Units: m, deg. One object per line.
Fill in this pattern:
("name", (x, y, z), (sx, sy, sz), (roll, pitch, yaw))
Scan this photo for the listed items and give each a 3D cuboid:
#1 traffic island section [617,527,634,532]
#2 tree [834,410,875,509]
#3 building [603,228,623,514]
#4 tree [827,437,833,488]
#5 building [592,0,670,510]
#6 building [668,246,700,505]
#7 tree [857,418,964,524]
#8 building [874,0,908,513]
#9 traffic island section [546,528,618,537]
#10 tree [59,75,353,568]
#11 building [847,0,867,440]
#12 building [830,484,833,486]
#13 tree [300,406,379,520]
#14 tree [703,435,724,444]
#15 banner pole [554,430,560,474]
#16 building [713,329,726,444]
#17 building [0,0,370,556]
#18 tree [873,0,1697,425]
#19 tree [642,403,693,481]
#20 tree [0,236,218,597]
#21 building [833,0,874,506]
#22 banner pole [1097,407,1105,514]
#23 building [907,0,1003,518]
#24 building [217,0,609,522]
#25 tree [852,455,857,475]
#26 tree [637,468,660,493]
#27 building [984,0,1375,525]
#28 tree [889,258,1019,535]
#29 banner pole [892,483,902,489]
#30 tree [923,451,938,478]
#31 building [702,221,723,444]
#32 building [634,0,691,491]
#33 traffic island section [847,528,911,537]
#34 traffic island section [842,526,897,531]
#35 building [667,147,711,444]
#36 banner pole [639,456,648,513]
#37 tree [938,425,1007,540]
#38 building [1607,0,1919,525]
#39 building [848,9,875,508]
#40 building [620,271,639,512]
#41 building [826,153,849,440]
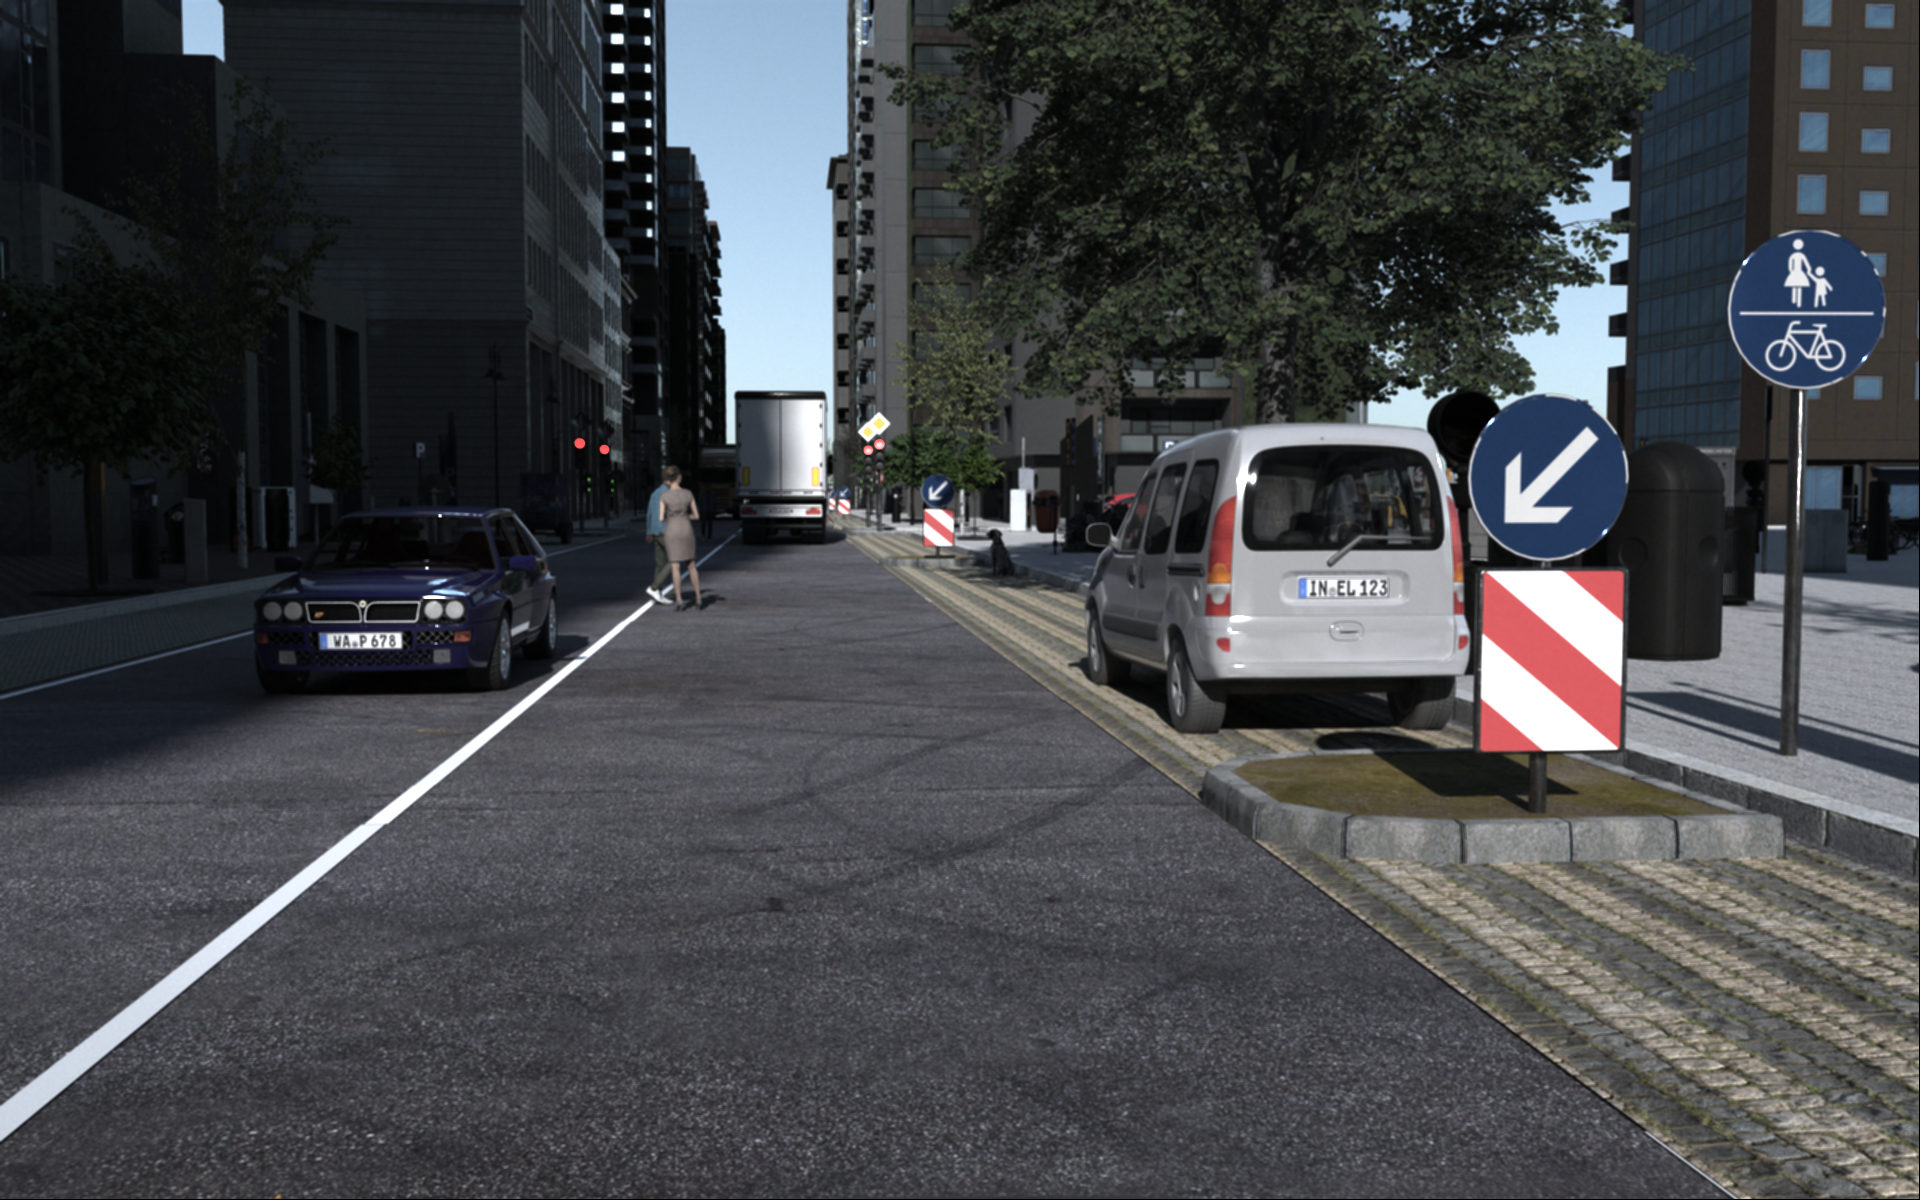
("traffic island section", (-13.595, -2.702, 66.461), (2.009, 0.180, 2.903), (0, 4, -6))
("tree", (-8.944, -12.386, 152.874), (4.360, 8.622, 3.978), (0, 3, 0))
("building", (-26.324, -15.221, 103.613), (10.420, 20.320, 16.860), (0, 4, -6))
("tree", (-16.932, -16.849, 225.838), (4.737, 8.622, 4.395), (0, 3, 0))
("building", (-37.108, -51.430, 153.549), (22.319, 86.520, 31.000), (0, 4, -6))
("building", (-37.364, -26.142, 199.130), (14.160, 30.474, 14.107), (0, 4, -6))
("tree", (-1.461, -5.604, 75.331), (4.285, 4.588, 4.351), (0, 3, 0))
("building", (4.126, -35.874, 128.539), (21.231, 58.520, 28.212), (0, 4, -6))
("traffic island section", (-12.794, -2.216, 58.516), (2.009, 0.180, 2.903), (0, 4, -6))
("tree", (-12.744, -4.866, 29.925), (4.737, 8.622, 4.395), (0, 3, 0))
("building", (-7.066, -48.995, 239.318), (20.563, 71.187, 20.611), (0, 4, -6))
("building", (-7.096, -36.611, 290.475), (32.217, 40.220, 23.993), (0, 4, -6))
("tree", (-13.577, -2.663, 38.144), (1.663, 3.219, 1.824), (0, 3, 0))
("tree", (-30.574, -16.227, 215.672), (4.360, 8.622, 3.978), (0, 3, 0))
("banner pole", (-15.896, -4.788, 68.296), (0.401, 3.779, 0.863), (-3, 4, -36))
("building", (-46.558, -31.743, 290.705), (14.160, 30.474, 14.107), (0, 4, -6))
("building", (-33.922, -44.627, 42.330), (31.000, 86.520, 22.319), (0, 4, -6))
("tree", (3.881, -6.968, 20.577), (9.857, 13.997, 8.962), (0, 3, 0))
("tree", (-23.355, -11.527, 138.824), (4.360, 8.622, 3.978), (0, 3, 0))
("tree", (-11.228, -2.360, 22.295), (4.285, 4.588, 4.351), (0, 3, 0))
("building", (-3.336, -54.337, 201.075), (22.319, 86.520, 31.000), (0, 4, -6))
("banner pole", (4.066, -3.660, 49.853), (0.401, 3.779, 0.863), (1, 4, 21))
("building", (3.799, -20.086, 100.110), (14.160, 30.474, 14.107), (0, 4, -6))
("building", (-23.515, -18.514, 80.201), (11.434, 29.767, 29.804), (0, 4, -6))
("tree", (-5.293, -7.742, 110.299), (4.285, 4.588, 4.351), (0, 3, 0))
("tree", (-22.530, -8.004, 125.475), (1.663, 3.219, 1.824), (0, 3, 0))
("building", (8.649, -23.831, 73.226), (14.086, 41.232, 14.154), (0, 4, -6))
("tree", (-0.013, -6.313, 53.578), (4.737, 8.622, 4.395), (0, 3, 0))
("banner pole", (-4.233, -7.620, 114.596), (0.863, 3.779, 0.401), (-1, 4, -21))
("tree", (-0.659, -4.402, 66.573), (1.663, 3.219, 1.824), (0, 3, 0))
("building", (-48.263, -37.545, 268.479), (22.147, 44.769, 28.867), (0, 4, -6))
("building", (-38.823, -45.350, 179.732), (20.563, 71.187, 20.611), (0, 4, -6))
("traffic island section", (-2.752, -2.278, 59.519), (2.009, 0.180, 2.903), (0, 4, -6))
("traffic island section", (-3.553, -2.764, 67.464), (2.009, 0.180, 2.903), (0, 4, -6))
("building", (-45.959, -37.873, 238.824), (23.786, 49.044, 30.456), (0, 4, -6))
("banner pole", (-20.972, -7.626, 114.700), (0.863, 3.779, 0.401), (2, 4, 28))
("tree", (0.384, -3.306, 48.654), (1.663, 3.219, 1.824), (0, 3, 0))
("building", (39.334, -26.130, 77.343), (14.200, 45.320, 14.600), (0, 4, -6))
("building", (1.027, -33.775, 171.832), (23.786, 49.044, 30.456), (0, 4, -6))
("building", (-28.604, -15.716, 121.580), (10.561, 19.102, 19.286), (0, 4, -6))
("building", (-5.558, -41.296, 264.421), (28.713, 52.752, 27.495), (0, 4, -6))
